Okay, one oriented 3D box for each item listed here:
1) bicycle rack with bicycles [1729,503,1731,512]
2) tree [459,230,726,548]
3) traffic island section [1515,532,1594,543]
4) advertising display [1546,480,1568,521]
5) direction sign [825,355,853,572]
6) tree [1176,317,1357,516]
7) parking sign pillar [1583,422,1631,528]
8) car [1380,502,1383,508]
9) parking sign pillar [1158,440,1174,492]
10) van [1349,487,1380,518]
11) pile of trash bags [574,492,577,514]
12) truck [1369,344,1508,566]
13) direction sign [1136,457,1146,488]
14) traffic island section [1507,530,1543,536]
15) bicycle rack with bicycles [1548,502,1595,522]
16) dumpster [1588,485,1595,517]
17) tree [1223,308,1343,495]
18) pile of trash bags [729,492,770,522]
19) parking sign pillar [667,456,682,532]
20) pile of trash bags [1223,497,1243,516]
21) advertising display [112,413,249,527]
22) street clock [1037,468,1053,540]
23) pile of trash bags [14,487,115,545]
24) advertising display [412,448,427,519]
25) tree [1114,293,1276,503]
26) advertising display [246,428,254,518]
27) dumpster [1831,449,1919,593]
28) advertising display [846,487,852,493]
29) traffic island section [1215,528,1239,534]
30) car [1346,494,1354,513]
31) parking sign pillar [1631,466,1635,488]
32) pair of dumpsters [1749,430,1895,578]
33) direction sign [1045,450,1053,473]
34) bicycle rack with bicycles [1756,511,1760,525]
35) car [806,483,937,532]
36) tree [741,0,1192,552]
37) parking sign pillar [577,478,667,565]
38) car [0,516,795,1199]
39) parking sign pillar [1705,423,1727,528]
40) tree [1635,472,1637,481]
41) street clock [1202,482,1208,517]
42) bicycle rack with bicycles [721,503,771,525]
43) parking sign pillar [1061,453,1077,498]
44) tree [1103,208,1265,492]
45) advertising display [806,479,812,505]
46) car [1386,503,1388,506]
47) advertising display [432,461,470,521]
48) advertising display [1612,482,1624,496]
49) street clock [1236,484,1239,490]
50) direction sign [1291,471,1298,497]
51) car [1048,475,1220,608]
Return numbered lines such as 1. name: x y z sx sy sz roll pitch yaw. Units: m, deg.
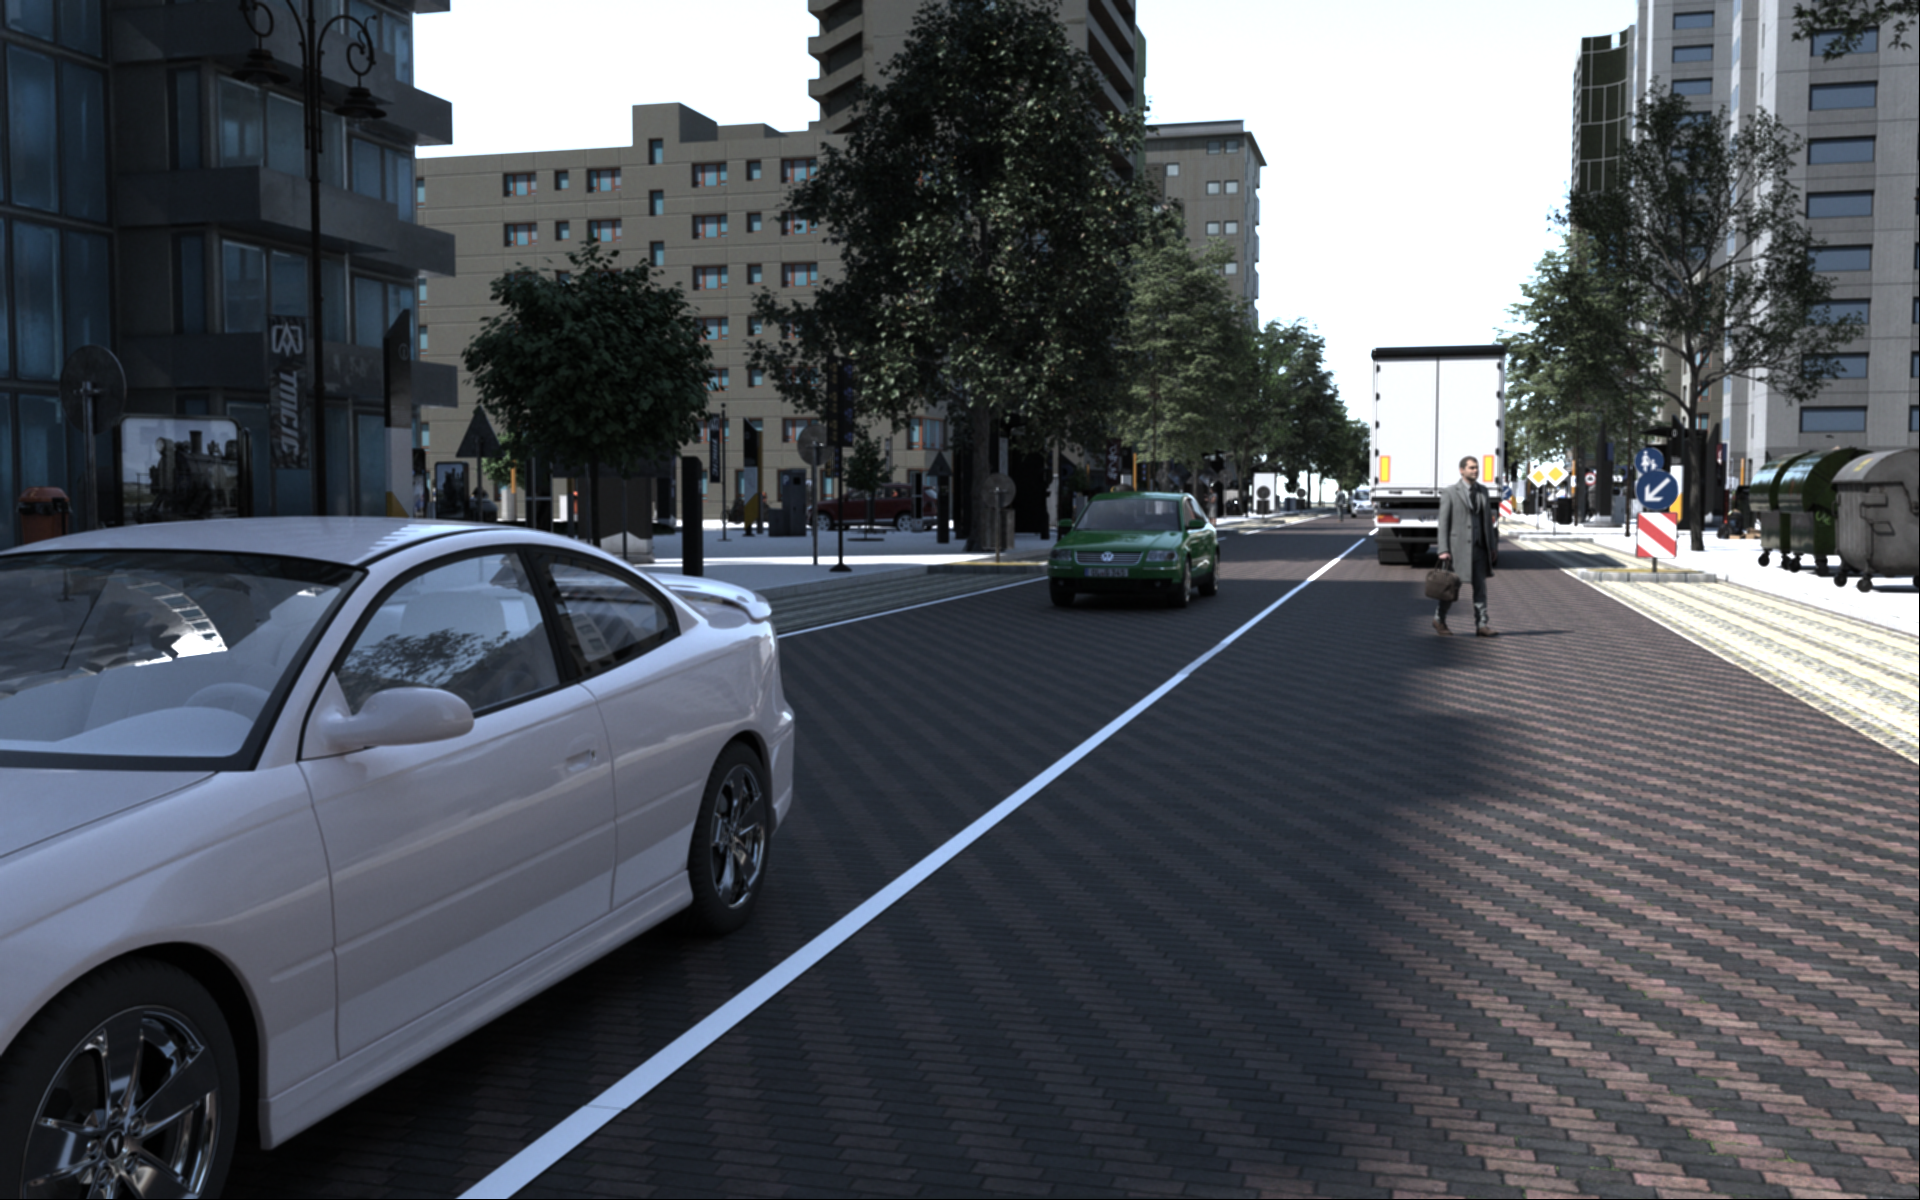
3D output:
1. bicycle rack with bicycles: 30.877 -3.678 73.521 2.852 0.926 2.925 3 5 43
2. tree: -4.599 -2.331 21.818 4.285 4.588 4.351 0 3 0
3. traffic island section: 18.062 -1.853 52.579 2.009 0.180 2.903 1 4 15
4. advertising display: 28.157 -4.681 81.741 0.974 1.923 0.123 3 5 40
5. direction sign: -1.978 -2.240 28.619 0.379 3.537 0.876 2 4 23
6. tree: 16.644 -10.842 103.016 9.928 11.665 9.643 0 3 0
7. parking sign pillar: 24.453 -4.728 65.776 1.447 3.967 1.447 1 4 12
8. car: 38.019 -8.963 156.770 2.015 1.641 3.980 1 4 17
9. parking sign pillar: 10.411 -6.045 87.309 1.447 3.967 1.447 2 4 25
10. van: 24.641 -6.004 105.183 2.013 2.044 4.112 1 4 14
11. pile of trash bags: -25.892 -6.751 120.137 1.912 1.369 3.447 2 4 33
12. truck: 10.609 -3.005 38.053 2.839 4.237 11.283 1 4 17
13. direction sign: 11.044 -6.946 105.566 0.379 3.537 0.876 -2 4 -34
14. traffic island section: 20.129 -2.325 60.293 2.009 0.180 2.903 1 4 15
15. bicycle rack with bicycles: 28.327 -4.040 79.434 2.925 0.926 2.852 1 4 9
16. dumpster: 35.886 -5.581 97.006 1.264 1.857 1.865 1 4 15
17. tree: 21.776 -13.073 120.403 9.857 13.997 8.962 0 3 0
18. pile of trash bags: -9.474 -4.273 79.609 1.912 1.369 3.447 0 4 8
19. parking sign pillar: -9.958 -4.302 58.812 1.447 3.967 1.447 0 4 1
20. pile of trash bags: 14.865 -5.579 100.969 1.912 1.369 3.447 -3 5 -44
21. advertising display: -6.317 -0.540 14.047 0.974 1.923 0.123 -3 5 -42
22. street clock: 2.400 -2.704 48.775 0.358 2.002 0.471 3 4 36
23. pile of trash bags: -10.653 -0.761 22.201 1.912 1.369 3.447 1 4 13
24. advertising display: -7.701 -1.159 24.158 0.123 1.923 0.974 0 4 7
25. tree: 10.654 -8.854 79.173 8.767 10.594 7.601 2 4 27
26. advertising display: -7.284 -0.714 16.884 0.974 1.923 0.123 2 4 25
27. dumpster: 12.436 -1.054 22.999 1.264 1.857 1.865 1 4 15
28. advertising display: -4.062 -3.884 68.712 0.974 1.923 0.123 -2 4 -35
29. traffic island section: 9.078 -2.506 63.249 2.009 0.180 2.903 1 4 15
30. car: 30.629 -7.503 132.900 2.015 1.641 3.980 1 4 15
31. parking sign pillar: 44.201 -7.753 115.241 1.447 3.967 1.447 -3 5 -44
32. pair of dumpsters: 14.184 -1.586 28.426 1.574 2.255 4.437 1 4 15
33. direction sign: 4.533 -5.944 89.184 0.379 3.537 0.876 -2 4 -28
34. bicycle rack with bicycles: 37.351 -3.976 78.389 2.925 0.926 2.852 -1 4 -17
35. car: -3.059 -3.263 62.024 5.304 1.827 2.281 1 4 16
36. tree: 0.446 -7.420 38.325 9.611 12.733 9.660 0 3 0
37. parking sign pillar: -6.348 -2.650 31.807 1.447 3.967 1.447 0 4 5
38. car: -1.942 0.475 4.602 2.083 1.381 4.827 1 4 15
39. parking sign pillar: 28.955 -4.766 66.404 1.447 3.967 1.447 0 4 8
40. tree: 49.509 -8.156 127.957 1.663 3.219 1.824 0 3 0
41. street clock: 11.919 -4.870 84.190 0.358 2.002 0.471 0 4 8
42. bicycle rack with bicycles: -8.860 -3.641 72.913 2.852 0.926 2.925 3 5 45
43. parking sign pillar: 7.026 -7.638 113.358 1.447 3.967 1.447 3 5 41
44. tree: 8.290 -9.268 69.654 7.486 12.596 7.792 0 3 0
45. advertising display: -6.537 -4.183 73.613 0.123 1.923 0.974 2 4 34
46. car: 20.074 -3.980 77.434 2.083 1.381 4.827 1 4 16
47. advertising display: -10.124 -1.794 34.551 0.974 1.923 0.123 3 4 38
48. advertising display: 33.730 -5.146 89.348 0.974 1.923 0.123 -1 4 -9
49. street clock: 20.662 -7.566 128.273 0.358 2.002 0.471 3 5 44
50. direction sign: 26.288 -8.816 136.143 0.379 3.537 0.876 -1 4 -20
51. car: 2.418 -0.893 23.404 1.959 1.807 4.718 1 4 16
